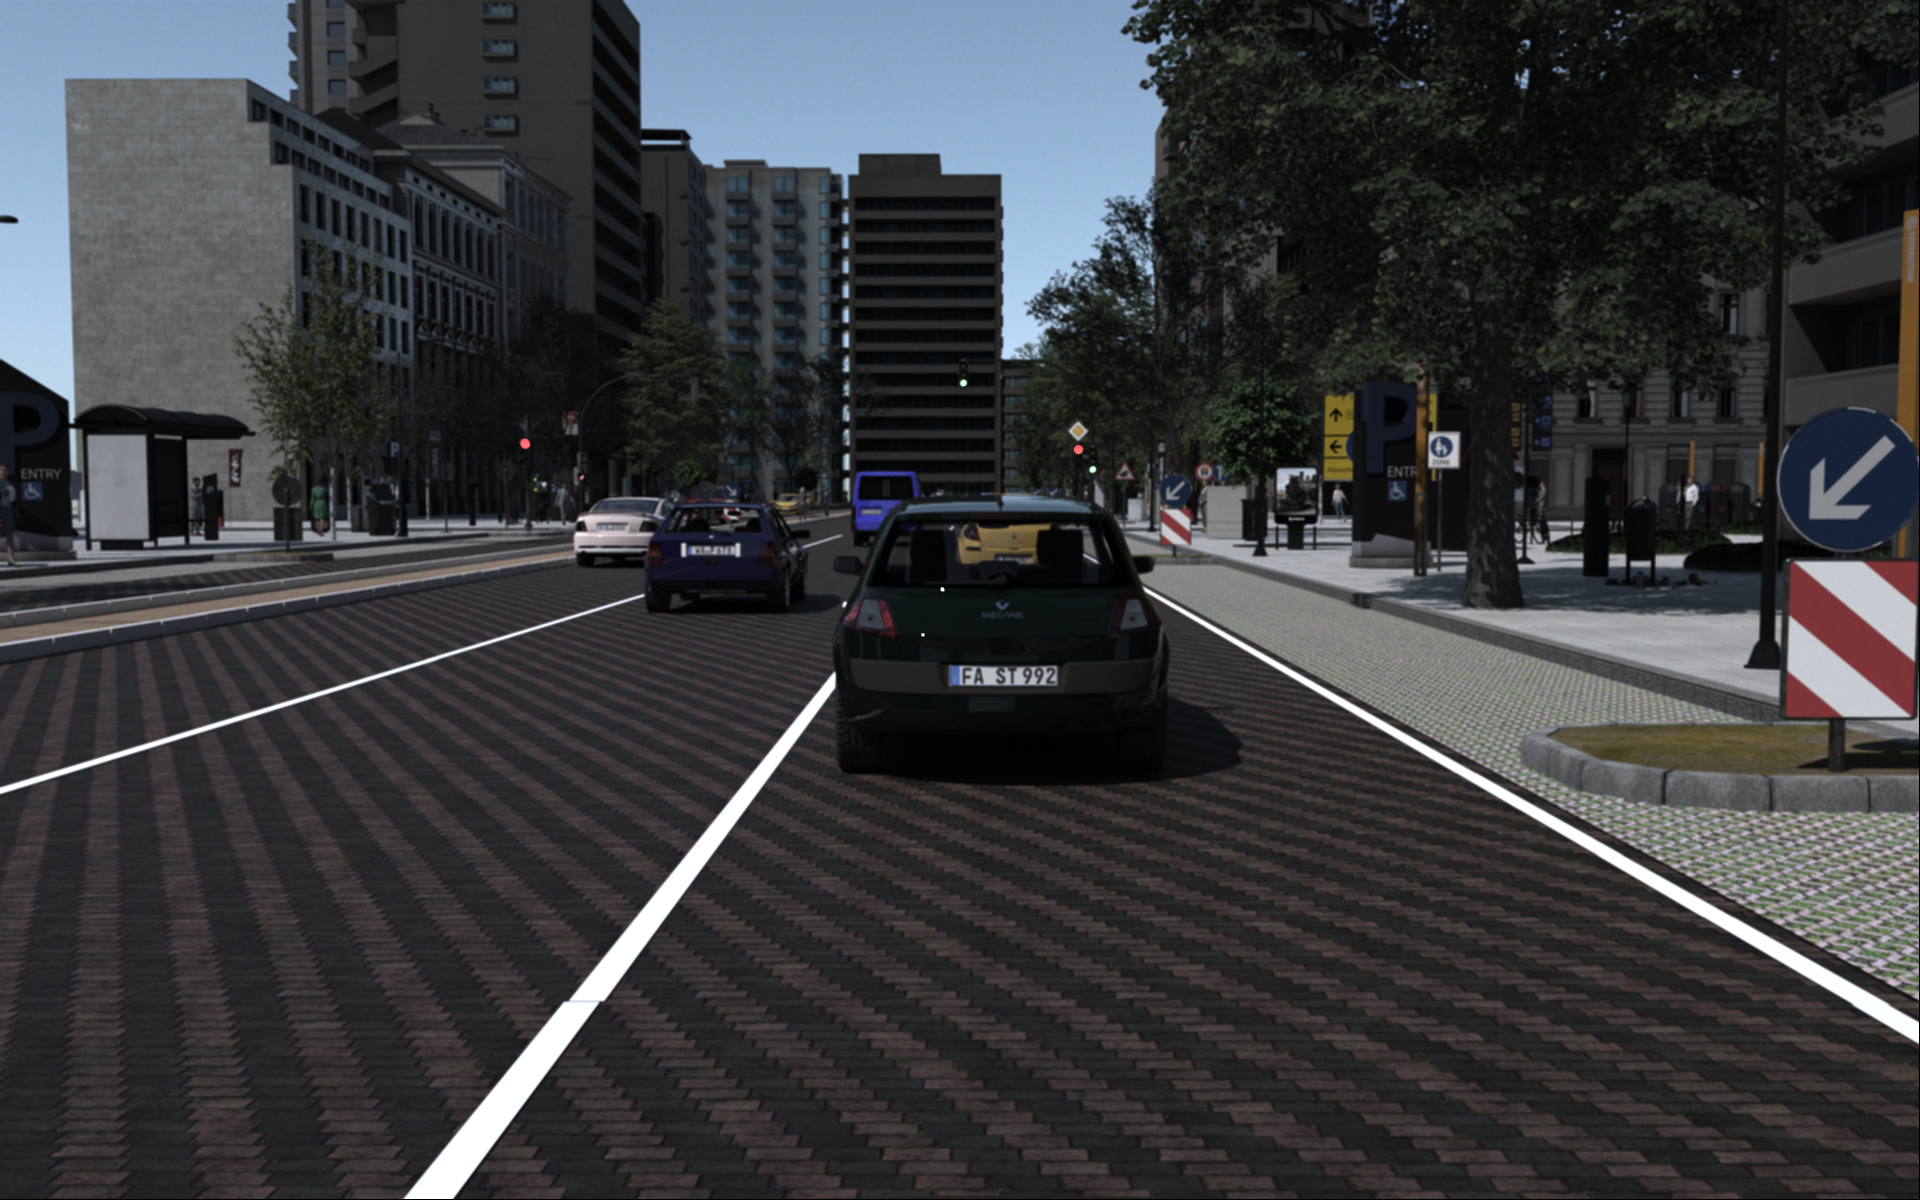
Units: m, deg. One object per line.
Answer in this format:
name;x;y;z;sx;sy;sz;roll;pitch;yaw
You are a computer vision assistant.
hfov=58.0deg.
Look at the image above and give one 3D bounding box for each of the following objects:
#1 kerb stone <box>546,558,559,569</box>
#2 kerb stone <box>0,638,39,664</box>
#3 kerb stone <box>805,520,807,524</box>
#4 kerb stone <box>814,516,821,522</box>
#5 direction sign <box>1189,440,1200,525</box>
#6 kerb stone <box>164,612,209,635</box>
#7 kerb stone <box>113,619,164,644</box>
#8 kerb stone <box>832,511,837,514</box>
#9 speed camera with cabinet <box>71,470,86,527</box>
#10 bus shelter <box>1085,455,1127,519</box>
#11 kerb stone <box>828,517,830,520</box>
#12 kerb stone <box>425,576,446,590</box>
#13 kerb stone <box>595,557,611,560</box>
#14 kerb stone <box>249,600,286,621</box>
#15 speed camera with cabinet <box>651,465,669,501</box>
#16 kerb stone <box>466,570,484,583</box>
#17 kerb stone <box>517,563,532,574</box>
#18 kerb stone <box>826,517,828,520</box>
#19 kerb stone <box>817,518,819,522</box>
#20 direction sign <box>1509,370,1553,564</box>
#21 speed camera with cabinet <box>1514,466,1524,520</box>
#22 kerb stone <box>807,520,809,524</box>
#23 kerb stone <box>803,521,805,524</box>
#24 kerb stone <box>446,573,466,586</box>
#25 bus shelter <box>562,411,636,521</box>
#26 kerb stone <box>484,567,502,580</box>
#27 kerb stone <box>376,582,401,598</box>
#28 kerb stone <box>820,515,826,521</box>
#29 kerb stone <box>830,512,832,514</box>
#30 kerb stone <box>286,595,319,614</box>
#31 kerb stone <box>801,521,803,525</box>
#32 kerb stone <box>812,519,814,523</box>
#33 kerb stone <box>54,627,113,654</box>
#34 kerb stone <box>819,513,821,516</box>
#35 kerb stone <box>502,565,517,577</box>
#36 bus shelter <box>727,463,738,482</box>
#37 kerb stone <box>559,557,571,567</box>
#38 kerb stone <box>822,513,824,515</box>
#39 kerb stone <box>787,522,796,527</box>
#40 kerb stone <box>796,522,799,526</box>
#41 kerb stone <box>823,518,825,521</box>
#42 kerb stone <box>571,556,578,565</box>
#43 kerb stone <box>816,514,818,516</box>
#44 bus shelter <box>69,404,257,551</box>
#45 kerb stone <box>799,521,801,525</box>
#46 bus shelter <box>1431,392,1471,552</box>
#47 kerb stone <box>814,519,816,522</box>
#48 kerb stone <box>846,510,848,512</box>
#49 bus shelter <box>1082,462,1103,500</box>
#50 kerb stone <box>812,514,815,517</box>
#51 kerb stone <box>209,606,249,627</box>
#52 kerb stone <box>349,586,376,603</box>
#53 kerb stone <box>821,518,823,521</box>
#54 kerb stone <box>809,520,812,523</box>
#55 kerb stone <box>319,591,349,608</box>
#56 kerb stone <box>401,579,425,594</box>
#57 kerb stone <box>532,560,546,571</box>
kerb stone;-7.973;-0.686;33.443;0.120;0.150;1.000;0;4;1
kerb stone;-8.159;0.443;14.954;0.120;0.150;1.000;0;4;1
kerb stone;-7.474;-3.663;82.158;0.120;0.150;1.000;0;4;1
kerb stone;-7.399;-4.105;89.349;0.120;0.150;1.000;0;4;1
direction sign;9.854;-4.943;72.815;0.379;3.537;0.876;2;4;34
kerb stone;-8.122;0.258;18.025;0.120;0.150;1.000;0;4;1
kerb stone;-8.136;0.318;17.003;0.120;0.150;1.000;0;4;1
kerb stone;-9.129;-6.242;124.247;0.120;0.150;1.000;0;4;1
speed camera with cabinet;-34.078;-4.469;67.404;2.038;3.252;0.660;1;4;18
bus shelter;7.762;-5.955;91.283;2.014;3.302;5.546;0;4;1
kerb stone;-7.343;-4.414;94.489;0.120;0.150;1.000;0;4;1
kerb stone;-8.047;-0.245;26.249;0.120;0.150;1.000;0;4;1
kerb stone;-7.910;-1.001;38.559;0.120;0.150;1.000;0;4;1
kerb stone;-8.104;0.129;20.080;0.120;0.150;1.000;0;4;1
speed camera with cabinet;-20.479;-7.558;117.906;0.660;3.252;2.038;-2;4;-35
kerb stone;-8.016;-0.373;28.301;0.120;0.150;1.000;0;4;1
kerb stone;-7.991;-0.563;31.396;0.120;0.150;1.000;0;4;1
kerb stone;-7.352;-4.359;93.461;0.120;0.150;1.000;0;4;1
kerb stone;-7.410;-4.044;88.310;0.120;0.150;1.000;0;4;1
direction sign;10.384;-2.433;31.771;0.876;3.537;0.379;1;4;23
speed camera with cabinet;17.248;-3.775;56.050;2.038;3.252;0.660;-1;4;-8
kerb stone;-7.460;-3.730;83.180;0.120;0.150;1.000;0;4;1
kerb stone;-7.480;-3.601;81.136;0.120;0.150;1.000;0;4;1
kerb stone;-8.035;-0.311;27.276;0.120;0.150;1.000;0;4;1
bus shelter;-18.191;-6.680;86.843;2.179;5.291;8.768;0;4;1
kerb stone;-8.005;-0.427;29.329;0.120;0.150;1.000;0;4;1
kerb stone;-8.071;-0.123;24.198;0.120;0.150;1.000;0;4;1
kerb stone;-7.370;-4.296;92.436;0.120;0.150;1.000;0;4;1
kerb stone;-9.185;-5.981;120.150;0.120;0.150;1.000;0;4;1
kerb stone;-8.093;0.066;21.108;0.120;0.150;1.000;0;4;1
kerb stone;-7.486;-3.542;80.110;0.120;0.150;1.000;0;4;1
kerb stone;-7.439;-3.855;85.224;0.120;0.150;1.000;0;4;1
kerb stone;-8.149;0.380;15.978;0.120;0.150;1.000;0;4;1
kerb stone;-9.262;-5.487;111.959;0.120;0.150;1.000;0;4;1
kerb stone;-7.998;-0.500;30.366;0.120;0.150;1.000;0;4;1
bus shelter;-18.673;-8.848;135.944;1.731;3.624;6.357;0;4;0
kerb stone;-7.965;-0.750;34.465;0.120;0.150;1.000;0;4;1
kerb stone;-9.238;-5.616;114.009;0.120;0.150;1.000;0;4;1
kerb stone;-7.518;-3.354;77.034;0.120;0.150;1.000;0;4;1
kerb stone;-7.503;-3.416;78.065;0.120;0.150;1.000;0;4;1
kerb stone;-7.375;-4.233;91.406;0.120;0.150;1.000;0;4;1
kerb stone;-7.947;-0.805;35.487;0.120;0.150;1.000;0;4;1
kerb stone;-9.283;-5.365;109.914;0.120;0.150;1.000;0;4;1
bus shelter;-19.052;-2.921;41.690;2.014;3.302;5.546;0;4;1
kerb stone;-7.507;-3.480;79.088;0.120;0.150;1.000;0;4;1
bus shelter;10.692;-3.068;41.445;1.731;3.624;6.357;0;4;1
kerb stone;-7.426;-3.918;86.254;0.120;0.150;1.000;0;4;1
kerb stone;-9.029;-6.869;134.514;0.120;0.150;1.000;0;4;1
bus shelter;8.428;-7.498;113.878;1.731;3.624;6.357;0;4;1
kerb stone;-9.296;-5.240;107.867;0.120;0.150;1.000;0;4;1
kerb stone;-8.123;0.192;19.057;0.120;0.150;1.000;0;4;1
kerb stone;-8.078;-0.056;23.166;0.120;0.150;1.000;0;4;1
kerb stone;-7.378;-4.170;90.380;0.120;0.150;1.000;0;4;1
kerb stone;-7.443;-3.792;84.202;0.120;0.150;1.000;0;4;1
kerb stone;-8.082;0.003;22.144;0.120;0.150;1.000;0;4;1
kerb stone;-8.053;-0.185;25.220;0.120;0.150;1.000;0;4;1
kerb stone;-7.987;-0.620;32.419;0.120;0.150;1.000;0;4;1
